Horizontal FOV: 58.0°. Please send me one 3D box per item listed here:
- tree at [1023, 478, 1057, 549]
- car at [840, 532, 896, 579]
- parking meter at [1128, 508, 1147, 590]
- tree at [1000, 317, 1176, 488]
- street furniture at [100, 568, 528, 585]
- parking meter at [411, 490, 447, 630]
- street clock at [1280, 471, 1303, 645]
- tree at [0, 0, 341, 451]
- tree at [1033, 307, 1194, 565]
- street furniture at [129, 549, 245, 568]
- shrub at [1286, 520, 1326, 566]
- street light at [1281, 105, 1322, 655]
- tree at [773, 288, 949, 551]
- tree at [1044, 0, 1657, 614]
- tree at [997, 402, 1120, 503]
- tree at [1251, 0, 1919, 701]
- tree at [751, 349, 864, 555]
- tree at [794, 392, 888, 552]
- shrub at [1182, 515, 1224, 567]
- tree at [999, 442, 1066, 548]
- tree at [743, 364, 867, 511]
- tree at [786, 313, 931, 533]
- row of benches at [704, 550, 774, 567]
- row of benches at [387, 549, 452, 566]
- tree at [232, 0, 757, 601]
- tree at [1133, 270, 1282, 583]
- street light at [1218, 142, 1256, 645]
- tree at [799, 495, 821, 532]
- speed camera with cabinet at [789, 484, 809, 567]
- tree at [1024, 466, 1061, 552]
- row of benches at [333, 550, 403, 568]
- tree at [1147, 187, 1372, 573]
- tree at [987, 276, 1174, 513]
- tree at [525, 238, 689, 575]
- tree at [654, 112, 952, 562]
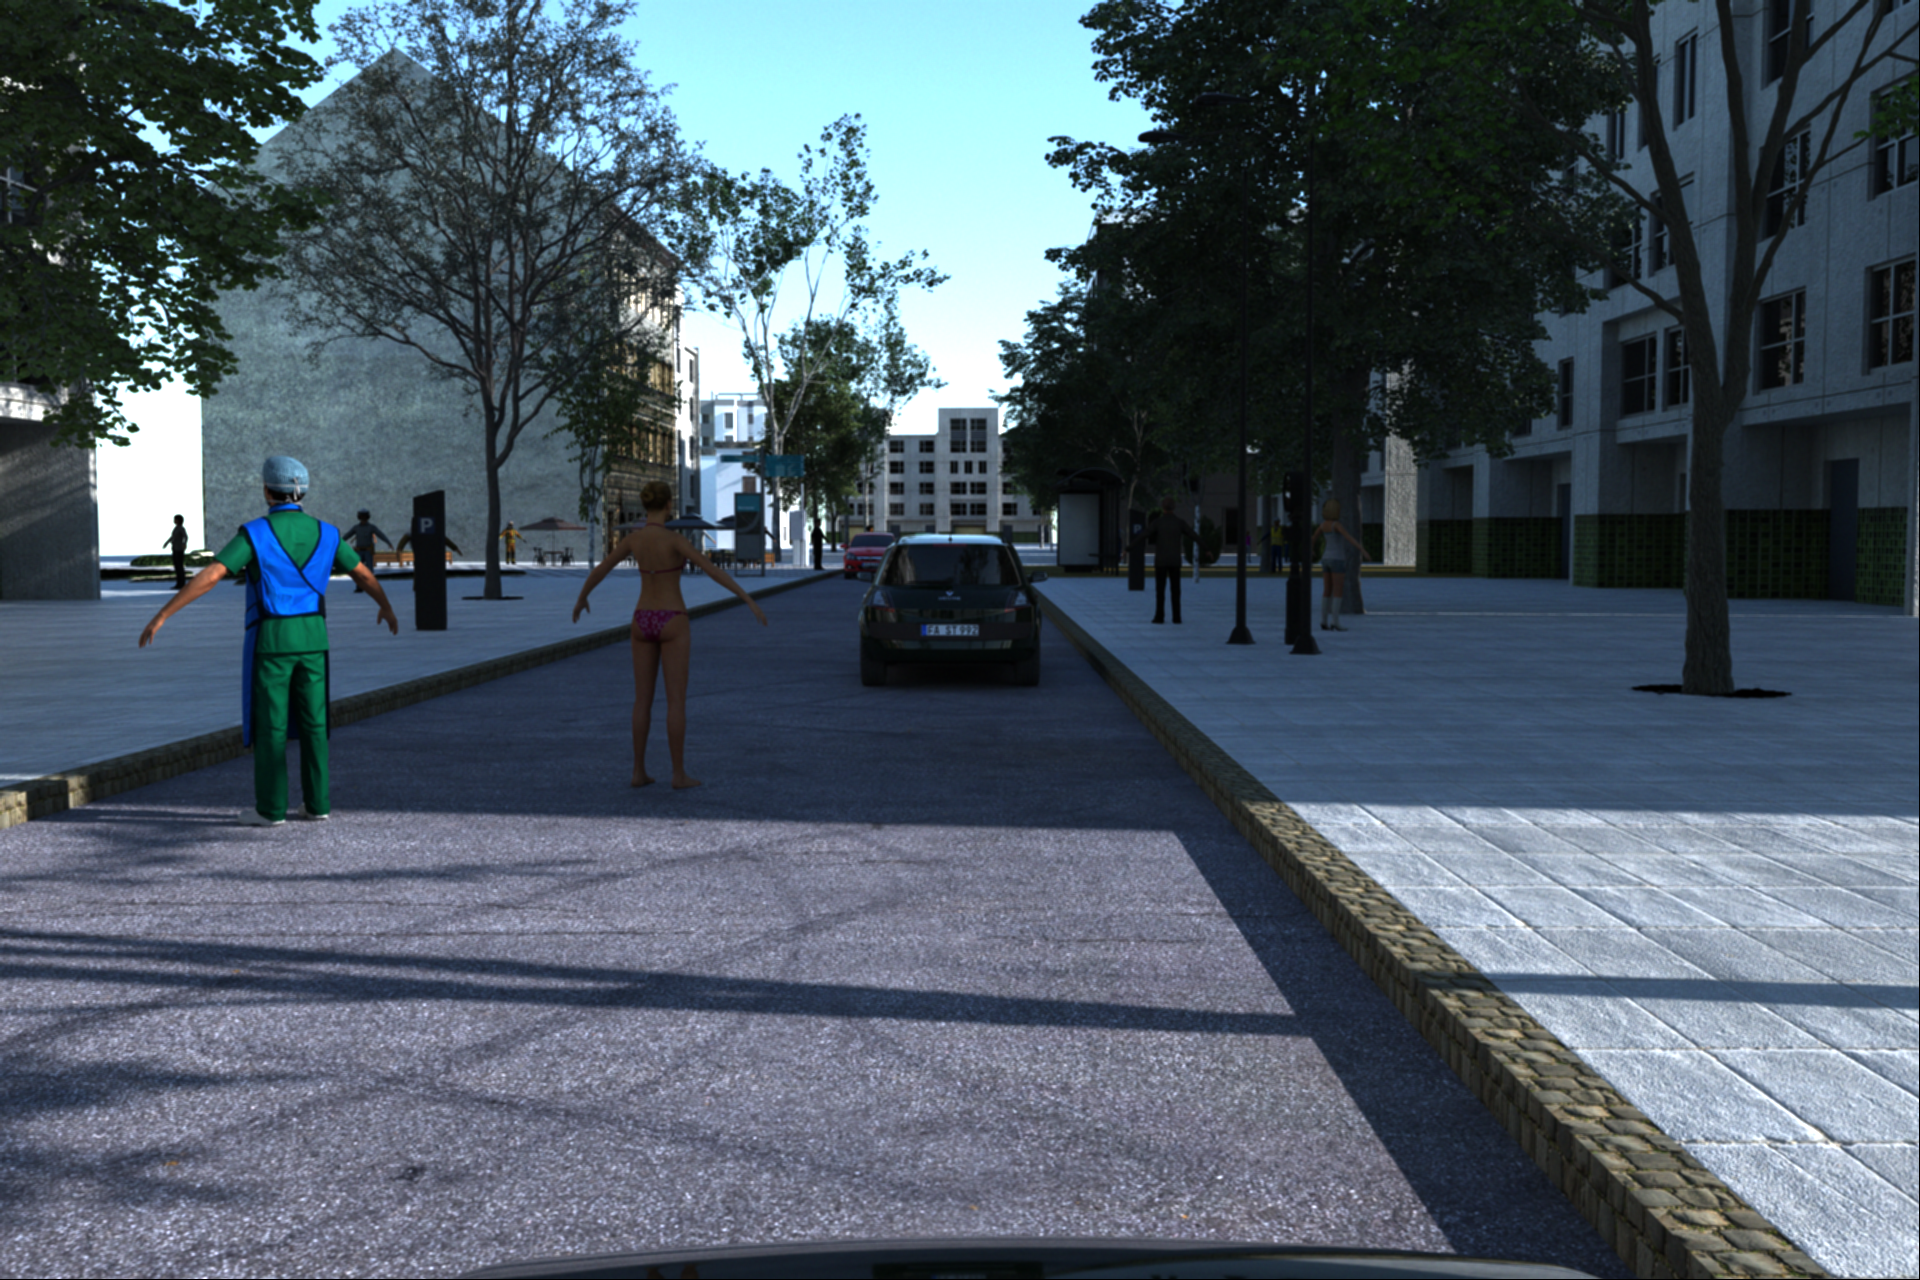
[{"bbox_3d":[7.263,-12.096,148.128,4.737,8.622,4.395,0,3,0],"label":"tree"},{"bbox_3d":[-2.803,-2.903,56.497,2.155,1.783,4.494,0,3,0],"label":"car"},{"bbox_3d":[4.041,-2.063,39.435,0.399,1.863,0.255,0,4,1],"label":"parking meter"},{"bbox_3d":[7.267,-11.270,94.636,12.009,13.543,11.850,0,3,0],"label":"tree"},{"bbox_3d":[-28.162,-2.954,53.326,27.439,1.986,14.083,1,4,21],"label":"street furniture"},{"bbox_3d":[-7.085,-1.064,23.111,0.399,1.863,0.255,0,4,1],"label":"parking meter"},{"bbox_3d":[3.886,-0.949,20.081,0.358,2.002,0.471,0,3,0],"label":"street clock"},{"bbox_3d":[-9.555,-5.915,14.833,7.486,12.596,7.792,0,3,0],"label":"tree"},{"bbox_3d":[6.811,-8.406,71.844,8.767,10.594,7.601,1,4,20],"label":"tree"},{"bbox_3d":[-29.951,-3.356,70.494,5.734,0.657,10.072,0,4,-5],"label":"street furniture"},{"bbox_3d":[14.065,-4.035,70.387,1.690,2.028,1.600,0,3,0],"label":"shrub"},{"bbox_3d":[4.249,-2.804,18.391,1.470,5.913,1.316,0,4,0],"label":"street light"},{"bbox_3d":[-7.635,-16.968,133.308,12.611,20.169,13.585,0,3,0],"label":"tree"},{"bbox_3d":[6.120,-7.404,27.705,9.857,13.997,8.962,0,3,0],"label":"tree"},{"bbox_3d":[6.341,-10.482,105.787,8.767,10.594,7.601,0,4,6],"label":"tree"},{"bbox_3d":[6.069,-5.379,13.702,9.928,11.665,9.643,0,3,0],"label":"tree"},{"bbox_3d":[-9.195,-11.503,106.195,7.486,12.596,7.792,0,3,0],"label":"tree"},{"bbox_3d":[-8.907,-12.059,122.918,9.928,11.665,9.643,0,3,0],"label":"tree"},{"bbox_3d":[9.357,-3.836,66.767,1.661,2.075,1.752,0,3,0],"label":"shrub"},{"bbox_3d":[7.621,-14.168,157.404,9.928,11.665,9.643,0,3,0],"label":"tree"},{"bbox_3d":[-8.179,-9.716,93.263,7.601,10.594,8.767,-3,5,-43],"label":"tree"},{"bbox_3d":[-9.374,-17.975,149.776,12.611,20.169,13.585,0,3,0],"label":"tree"},{"bbox_3d":[-8.851,-3.189,67.609,4.104,0.672,1.422,3,4,37],"label":"row of benches"},{"bbox_3d":[-22.086,-3.399,71.039,1.422,0.672,4.104,1,4,13],"label":"row of benches"},{"bbox_3d":[-9.026,-7.537,33.598,12.009,13.543,11.850,0,3,0],"label":"tree"},{"bbox_3d":[6.322,-5.818,45.493,4.737,8.622,4.395,0,3,0],"label":"tree"},{"bbox_3d":[3.830,-2.909,20.095,1.470,5.913,1.316,0,4,0],"label":"street light"},{"bbox_3d":[-21.411,-18.082,245.997,4.737,8.622,4.395,0,3,0],"label":"tree"},{"bbox_3d":[-6.371,-4.541,68.580,0.660,3.252,2.038,0,3,0],"label":"speed camera with cabinet"},{"bbox_3d":[6.508,-10.546,122.784,4.360,8.622,3.978,0,3,0],"label":"tree"},{"bbox_3d":[-23.503,-3.143,66.851,4.104,0.672,1.422,-1,4,-12],"label":"row of benches"},{"bbox_3d":[10.056,-8.536,57.683,7.486,12.596,7.792,0,3,0],"label":"tree"},{"bbox_3d":[6.444,-10.812,83.438,9.857,13.997,8.962,0,3,0],"label":"tree"},{"bbox_3d":[-9.239,-5.742,44.245,4.737,8.622,4.395,0,3,0],"label":"tree"},{"bbox_3d":[-7.147,-13.561,77.617,12.611,20.169,13.585,0,3,0],"label":"tree"}]
